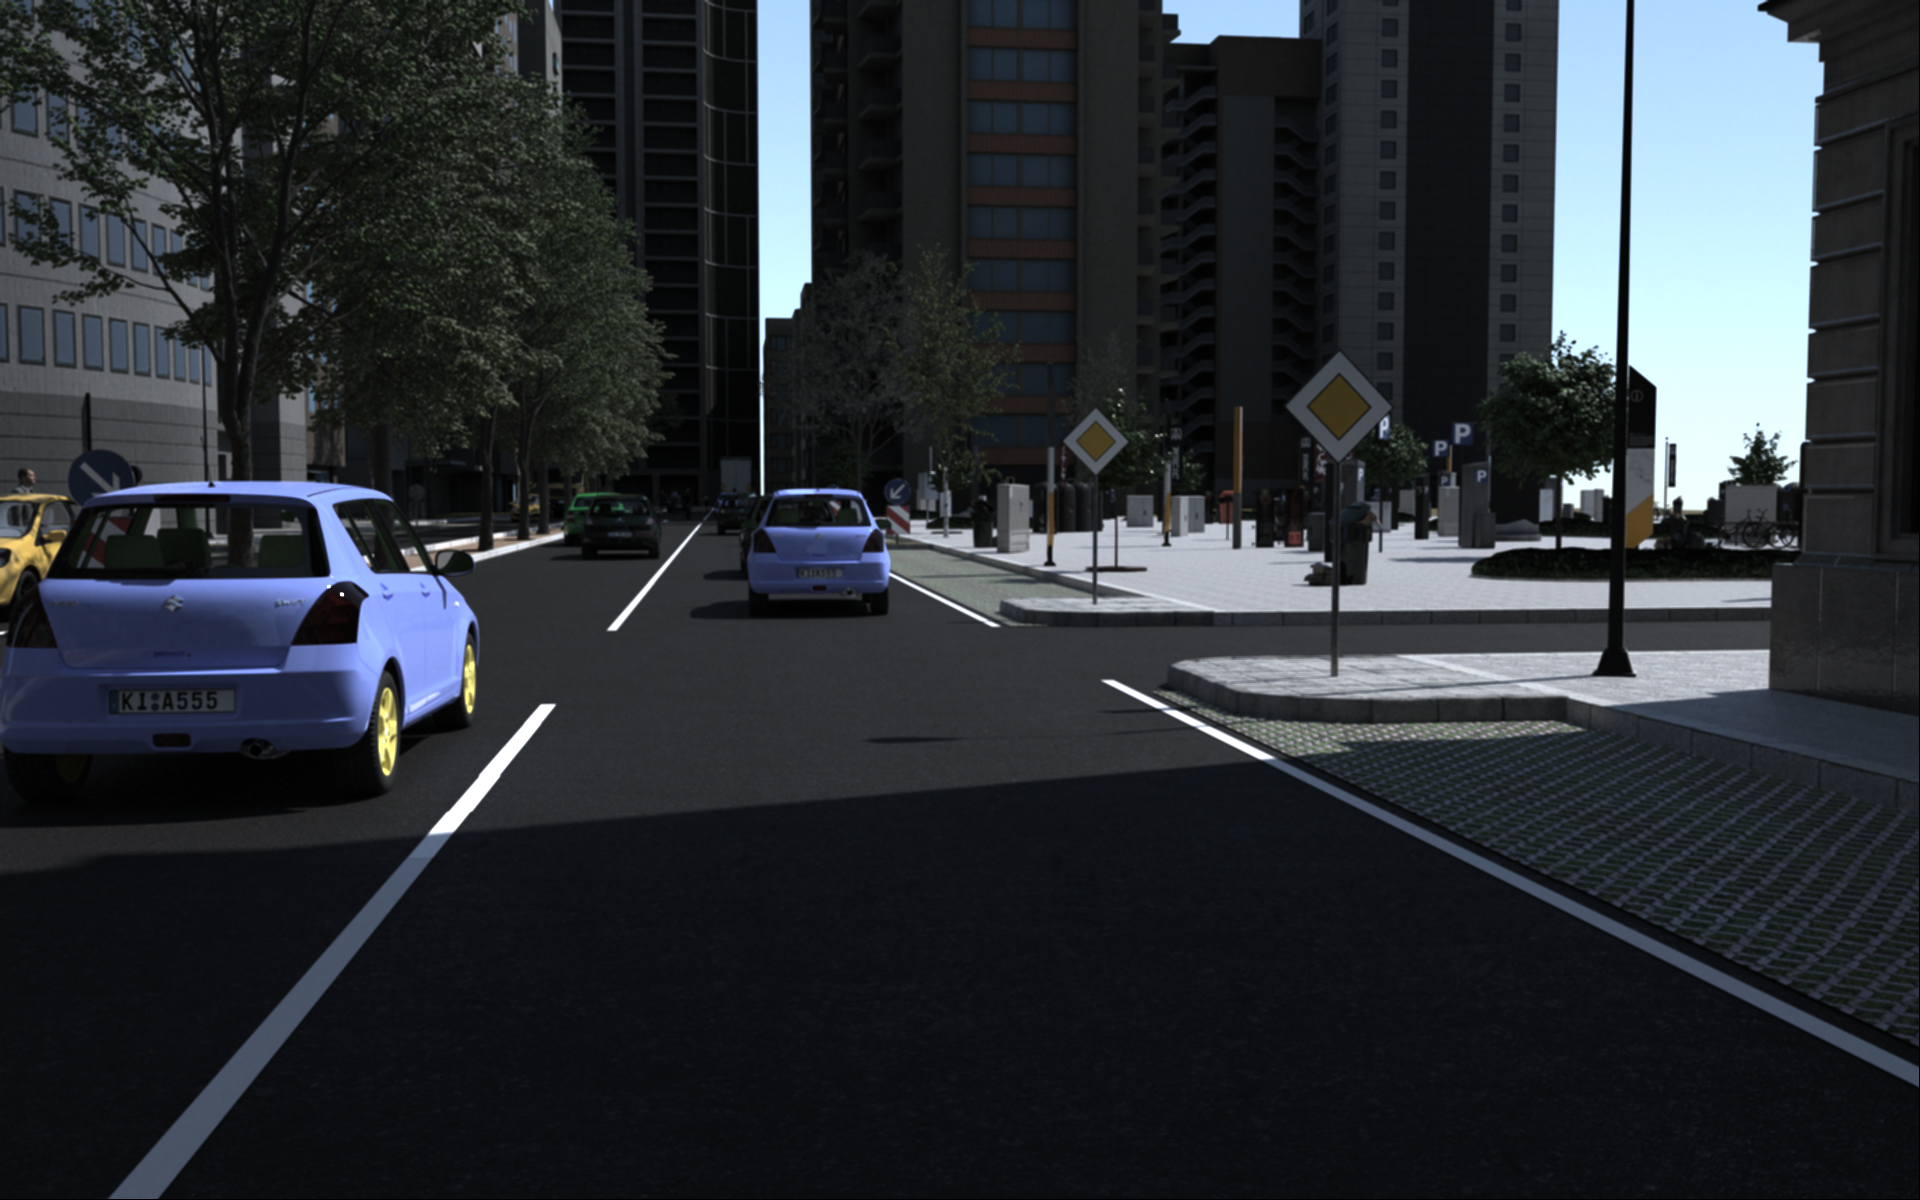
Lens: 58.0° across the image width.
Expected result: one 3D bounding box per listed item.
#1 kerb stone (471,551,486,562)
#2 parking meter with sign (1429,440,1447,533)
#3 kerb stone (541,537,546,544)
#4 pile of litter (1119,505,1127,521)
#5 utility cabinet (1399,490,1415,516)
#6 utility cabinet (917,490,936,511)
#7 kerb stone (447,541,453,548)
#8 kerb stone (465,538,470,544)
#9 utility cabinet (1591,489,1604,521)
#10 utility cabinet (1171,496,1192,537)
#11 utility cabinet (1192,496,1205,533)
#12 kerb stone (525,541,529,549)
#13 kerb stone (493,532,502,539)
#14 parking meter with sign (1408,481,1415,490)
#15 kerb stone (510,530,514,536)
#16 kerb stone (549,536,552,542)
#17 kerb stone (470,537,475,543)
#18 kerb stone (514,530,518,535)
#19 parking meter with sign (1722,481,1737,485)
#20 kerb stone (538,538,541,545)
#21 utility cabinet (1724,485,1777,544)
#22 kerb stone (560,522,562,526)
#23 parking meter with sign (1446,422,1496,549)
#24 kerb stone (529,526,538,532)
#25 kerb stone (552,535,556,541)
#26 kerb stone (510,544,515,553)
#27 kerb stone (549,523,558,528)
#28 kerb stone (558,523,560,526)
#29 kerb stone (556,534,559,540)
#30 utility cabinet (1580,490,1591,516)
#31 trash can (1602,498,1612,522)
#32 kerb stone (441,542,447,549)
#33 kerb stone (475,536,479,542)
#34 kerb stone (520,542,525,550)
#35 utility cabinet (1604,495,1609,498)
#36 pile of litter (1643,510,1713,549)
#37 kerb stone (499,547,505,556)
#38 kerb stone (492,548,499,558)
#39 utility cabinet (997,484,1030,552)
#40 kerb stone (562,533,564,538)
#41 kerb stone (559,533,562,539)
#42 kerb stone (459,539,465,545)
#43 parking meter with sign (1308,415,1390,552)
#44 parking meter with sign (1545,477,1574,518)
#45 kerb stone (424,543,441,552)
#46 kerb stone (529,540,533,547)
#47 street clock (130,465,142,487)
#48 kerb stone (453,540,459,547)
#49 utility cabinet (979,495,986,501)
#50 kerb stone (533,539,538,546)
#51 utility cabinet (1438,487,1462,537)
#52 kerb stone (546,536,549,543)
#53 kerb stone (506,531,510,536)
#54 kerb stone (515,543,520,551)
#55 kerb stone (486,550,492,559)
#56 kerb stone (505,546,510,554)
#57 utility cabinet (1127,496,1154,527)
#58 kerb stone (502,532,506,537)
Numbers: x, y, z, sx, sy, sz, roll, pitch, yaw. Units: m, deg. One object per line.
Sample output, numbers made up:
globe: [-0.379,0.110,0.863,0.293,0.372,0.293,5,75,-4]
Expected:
kerb stone: [-10.359,-0.911,37.174,0.120,0.150,1.000,0,4,-8]
parking meter with sign: [15.887,-3.679,56.417,0.543,3.016,1.738,2,4,31]
kerb stone: [-11.997,-1.661,49.350,0.120,0.150,1.000,0,4,-8]
pile of litter: [8.389,-4.245,83.365,1.176,0.858,1.719,-1,4,-20]
utility cabinet: [23.207,-4.942,89.486,0.318,1.500,1.173,-2,4,-24]
utility cabinet: [-1.811,-5.176,93.314,0.318,1.500,1.173,3,5,43]
kerb stone: [-13.673,-1.452,45.996,0.120,0.150,1.000,0,4,-8]
kerb stone: [-14.081,-1.642,49.040,0.120,0.150,1.000,0,4,-8]
utility cabinet: [27.102,-3.961,73.441,0.318,1.500,1.173,1,4,15]
utility cabinet: [6.661,-2.526,52.460,0.306,1.237,1.020,1,4,22]
utility cabinet: [7.639,-2.836,57.534,1.020,1.237,0.306,-2,4,-26]
kerb stone: [-11.455,-1.413,45.296,0.120,0.150,1.000,0,4,-8]
kerb stone: [-15.040,-2.076,56.141,0.120,0.150,1.000,0,4,-8]
parking meter with sign: [24.617,-5.915,92.972,0.543,3.016,1.738,-2,4,-26]
kerb stone: [-15.454,-2.263,59.198,0.120,0.150,1.000,0,4,-8]
kerb stone: [-12.282,-1.786,51.392,0.120,0.150,1.000,0,4,-8]
kerb stone: [-14.212,-1.701,50.059,0.120,0.150,1.000,0,4,-8]
kerb stone: [-15.585,-2.322,60.212,0.120,0.150,1.000,0,4,-8]
parking meter with sign: [43.500,-6.220,97.963,1.738,3.016,0.543,0,4,1]
kerb stone: [-11.866,-1.597,48.336,0.120,0.150,1.000,0,4,-8]
utility cabinet: [19.992,-2.148,43.802,1.173,1.500,0.318,2,4,26]
kerb stone: [-17.784,-3.321,76.490,0.120,0.150,1.000,0,4,-8]
parking meter with sign: [12.314,-2.762,41.415,0.543,3.016,1.738,0,4,-7]
kerb stone: [-16.552,-2.760,67.325,0.120,0.150,1.000,0,4,-8]
kerb stone: [-12.411,-1.848,52.406,0.120,0.150,1.000,0,4,-8]
kerb stone: [-11.046,-1.227,42.255,0.120,0.150,1.000,0,4,-8]
kerb stone: [-17.513,-3.196,74.451,0.120,0.150,1.000,0,4,-8]
kerb stone: [-17.653,-3.250,75.468,0.120,0.150,1.000,0,4,-8]
kerb stone: [-12.547,-1.910,53.419,0.120,0.150,1.000,0,4,-8]
utility cabinet: [33.949,-5.170,93.210,1.173,1.500,0.318,-1,4,-21]
trash can: [26.169,-3.548,69.658,0.748,1.137,0.748,0,3,0]
kerb stone: [-13.533,-1.392,44.984,0.120,0.150,1.000,0,4,-8]
kerb stone: [-14.351,-1.766,51.071,0.120,0.150,1.000,0,4,-8]
kerb stone: [-11.311,-1.351,44.284,0.120,0.150,1.000,0,4,-8]
utility cabinet: [34.844,-5.059,93.883,0.306,1.237,1.020,0,4,3]
pile of litter: [16.486,-1.577,39.755,1.719,0.858,1.176,3,5,44]
kerb stone: [-10.763,-1.103,40.223,0.120,0.150,1.000,0,4,-8]
kerb stone: [-10.631,-1.041,39.210,0.120,0.150,1.000,0,4,-8]
utility cabinet: [1.183,-1.794,38.003,0.318,1.500,1.173,2,4,24]
kerb stone: [-12.828,-2.034,55.445,0.120,0.150,1.000,0,4,-8]
kerb stone: [-12.691,-1.972,54.431,0.120,0.150,1.000,0,4,-8]
kerb stone: [-13.945,-1.580,48.027,0.120,0.150,1.000,0,4,-8]
parking meter with sign: [8.602,-2.584,38.508,1.738,3.016,0.543,3,4,38]
parking meter with sign: [26.234,-4.908,76.507,1.738,3.016,0.543,3,5,43]
kerb stone: [-13.394,-1.332,43.970,0.120,0.150,1.000,0,4,-8]
kerb stone: [-11.598,-1.475,46.309,0.120,0.150,1.000,0,4,-8]
street clock: [-20.793,-2.380,43.489,0.471,2.002,0.358,0,4,-2]
kerb stone: [-13.801,-1.518,47.010,0.120,0.150,1.000,0,4,-8]
utility cabinet: [0.687,-4.124,78.590,1.020,1.237,0.306,2,4,29]
kerb stone: [-11.726,-1.533,47.323,0.120,0.150,1.000,0,4,-8]
utility cabinet: [14.866,-2.638,51.810,1.173,1.500,0.318,-2,4,-27]
kerb stone: [-12.140,-1.723,50.374,0.120,0.150,1.000,0,4,-8]
kerb stone: [-15.314,-2.201,58.174,0.120,0.150,1.000,0,4,-8]
kerb stone: [-11.185,-1.286,43.270,0.120,0.150,1.000,0,4,-8]
kerb stone: [-10.497,-0.964,38.194,0.120,0.150,1.000,0,4,-8]
kerb stone: [-10.909,-1.165,41.242,0.120,0.150,1.000,0,4,-8]
utility cabinet: [6.990,-3.430,67.237,1.020,1.237,0.306,0,4,3]
kerb stone: [-15.181,-2.138,57.153,0.120,0.150,1.000,0,4,-8]
